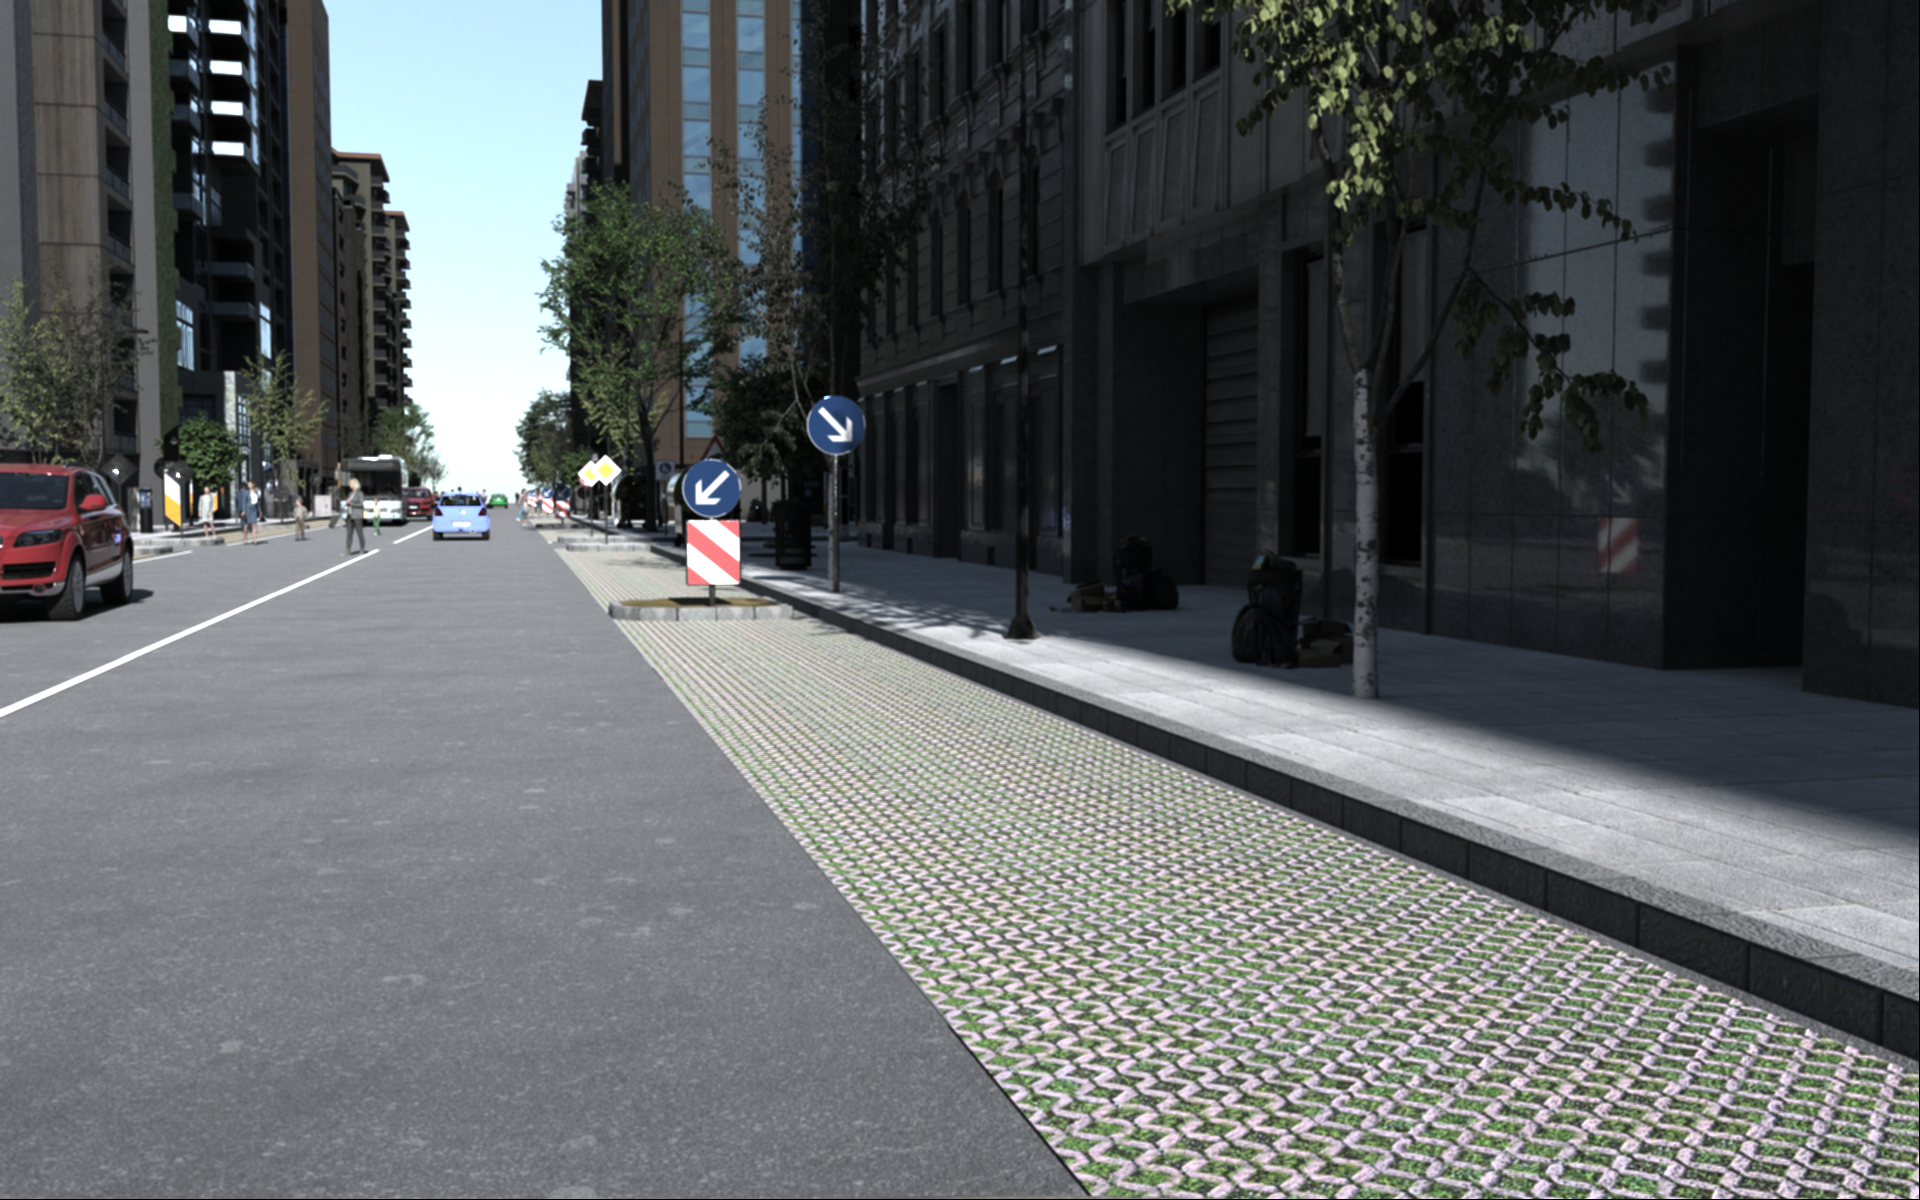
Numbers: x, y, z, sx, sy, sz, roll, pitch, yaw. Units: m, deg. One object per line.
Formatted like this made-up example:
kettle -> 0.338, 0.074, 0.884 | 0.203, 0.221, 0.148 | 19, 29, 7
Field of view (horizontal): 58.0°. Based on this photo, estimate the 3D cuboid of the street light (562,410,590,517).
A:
street light -> -20.942, -7.512, 95.365 | 1.470, 5.913, 1.316 | -1, 4, -15

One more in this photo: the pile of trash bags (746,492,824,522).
pile of trash bags -> -8.240, -4.302, 80.083 | 3.447, 1.369, 1.912 | 1, 4, 22

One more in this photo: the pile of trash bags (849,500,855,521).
pile of trash bags -> -5.803, -4.468, 82.803 | 1.912, 1.369, 3.447 | -3, 5, -40

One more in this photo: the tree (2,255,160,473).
tree -> -26.524, -6.242, 52.427 | 4.360, 8.622, 3.978 | 0, 3, 0

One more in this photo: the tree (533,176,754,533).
tree -> -10.526, -8.079, 57.851 | 9.928, 11.665, 9.643 | 0, 3, 0

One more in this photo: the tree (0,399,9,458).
tree -> -21.572, -3.180, 35.709 | 4.285, 4.588, 4.351 | 0, 3, 0

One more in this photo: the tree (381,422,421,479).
tree -> -57.708, -13.907, 177.745 | 4.737, 8.622, 4.395 | 0, 3, 0

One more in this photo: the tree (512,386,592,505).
tree -> -48.317, -18.308, 205.985 | 9.857, 13.997, 8.962 | 0, 3, 0

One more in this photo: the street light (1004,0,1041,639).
street light -> 0.029, -2.605, 15.133 | 1.470, 5.913, 1.316 | -1, 4, -15

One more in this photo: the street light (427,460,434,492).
street light -> -71.855, -15.998, 234.101 | 1.470, 5.913, 1.316 | -1, 4, -15

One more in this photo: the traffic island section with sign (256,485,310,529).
traffic island section with sign -> -27.918, -3.835, 71.338 | 1.989, 1.847, 2.006 | -1, 4, -15

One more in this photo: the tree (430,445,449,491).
tree -> -74.909, -17.840, 242.043 | 4.360, 8.622, 3.978 | 0, 3, 0

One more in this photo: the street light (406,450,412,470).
street light -> -58.346, -12.817, 182.094 | 1.470, 5.913, 1.316 | -1, 4, -15

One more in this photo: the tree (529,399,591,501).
tree -> -30.266, -11.182, 133.183 | 4.360, 8.622, 3.978 | 0, 3, 0

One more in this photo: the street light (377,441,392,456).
street light -> -50.557, -10.987, 152.182 | 1.470, 5.913, 1.316 | -1, 4, -15

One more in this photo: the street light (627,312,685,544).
street light -> -7.708, -4.404, 44.542 | 1.470, 5.913, 1.316 | -1, 4, -15

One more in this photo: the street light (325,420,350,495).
street light -> -39.105, -8.317, 108.518 | 1.470, 5.913, 1.316 | -1, 4, -15

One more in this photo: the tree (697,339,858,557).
tree -> -3.751, -3.183, 35.762 | 4.285, 4.588, 4.351 | 0, 3, 0

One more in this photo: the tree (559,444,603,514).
tree -> -24.615, -7.930, 113.364 | 4.285, 4.588, 4.351 | 0, 3, 0

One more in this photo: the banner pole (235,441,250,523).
banner pole -> -31.411, -5.238, 75.650 | 0.863, 3.779, 0.401 | 0, 4, 4

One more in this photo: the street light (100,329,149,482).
street light -> -23.492, -4.659, 48.713 | 1.470, 5.913, 1.316 | -1, 4, -15

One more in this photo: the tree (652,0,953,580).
tree -> -2.099, -4.614, 25.803 | 4.360, 8.622, 3.978 | 0, 3, 0

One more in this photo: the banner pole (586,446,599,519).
banner pole -> -19.177, -6.148, 90.542 | 0.863, 3.779, 0.401 | 2, 4, 30

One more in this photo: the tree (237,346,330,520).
tree -> -34.096, -8.345, 86.809 | 4.737, 8.622, 4.395 | 0, 3, 0

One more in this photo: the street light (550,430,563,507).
street light -> -28.697, -9.325, 125.004 | 1.470, 5.913, 1.316 | -1, 4, -15

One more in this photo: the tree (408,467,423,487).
tree -> -65.835, -13.653, 206.941 | 4.285, 4.588, 4.351 | 0, 3, 0

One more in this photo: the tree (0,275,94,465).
tree -> -30.974, -6.593, 58.164 | 4.737, 8.622, 4.395 | 0, 3, 0

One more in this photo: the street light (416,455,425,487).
street light -> -63.993, -14.158, 204.019 | 1.470, 5.913, 1.316 | -1, 4, -15

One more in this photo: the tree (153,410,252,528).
tree -> -28.761, -5.037, 66.063 | 4.285, 4.588, 4.351 | 0, 3, 0

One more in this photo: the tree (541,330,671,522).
tree -> -15.515, -7.825, 78.296 | 4.737, 8.622, 4.395 | 0, 3, 0

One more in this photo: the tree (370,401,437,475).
tree -> -61.641, -16.269, 191.747 | 9.928, 11.665, 9.643 | 0, 3, 0

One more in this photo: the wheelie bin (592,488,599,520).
wheelie bin -> -18.174, -4.855, 87.285 | 0.693, 1.594, 0.980 | -1, 4, -10

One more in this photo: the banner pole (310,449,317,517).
banner pole -> -36.185, -6.528, 96.748 | 0.401, 3.779, 0.863 | -1, 4, -12

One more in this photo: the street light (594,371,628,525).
street light -> -12.990, -5.654, 64.991 | 1.470, 5.913, 1.316 | -1, 4, -15

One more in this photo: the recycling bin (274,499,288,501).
recycling bin -> -38.512, -5.229, 98.049 | 0.722, 1.027, 0.722 | -3, 5, -41

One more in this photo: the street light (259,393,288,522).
street light -> -31.400, -6.525, 79.228 | 1.470, 5.913, 1.316 | -1, 4, -15

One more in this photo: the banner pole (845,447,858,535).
banner pole -> -3.278, -3.935, 54.354 | 0.863, 3.779, 0.401 | 2, 4, 29

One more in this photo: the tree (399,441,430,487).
tree -> -68.716, -16.245, 215.966 | 4.360, 8.622, 3.978 | 0, 3, 0

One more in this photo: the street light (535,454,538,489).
street light -> -47.904, -13.833, 198.717 | 1.470, 5.913, 1.316 | -1, 4, -15

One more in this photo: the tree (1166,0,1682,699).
tree -> 2.582, -3.674, 10.439 | 4.737, 8.622, 4.395 | 0, 3, 0

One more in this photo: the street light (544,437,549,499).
street light -> -32.690, -10.248, 140.087 | 1.470, 5.913, 1.316 | -1, 4, -15

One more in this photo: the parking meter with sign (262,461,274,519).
parking meter with sign -> -36.253, -5.784, 90.828 | 0.543, 3.016, 1.738 | -2, 4, -27

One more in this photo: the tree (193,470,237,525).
tree -> -31.597, -4.783, 72.804 | 1.663, 3.219, 1.824 | 0, 3, 0

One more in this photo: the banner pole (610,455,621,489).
banner pole -> -20.753, -7.017, 104.742 | 0.863, 3.779, 0.401 | -1, 4, -11

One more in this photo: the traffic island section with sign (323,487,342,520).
traffic island section with sign -> -34.741, -5.431, 97.418 | 1.989, 1.847, 2.006 | -1, 4, -15

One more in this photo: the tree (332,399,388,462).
tree -> -47.078, -11.317, 135.398 | 4.360, 8.622, 3.978 | 0, 3, 0

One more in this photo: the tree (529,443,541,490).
tree -> -46.333, -14.982, 195.320 | 4.737, 8.622, 4.395 | 0, 3, 0

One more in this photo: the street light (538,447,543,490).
street light -> -40.272, -12.041, 169.409 | 1.470, 5.913, 1.316 | -1, 4, -15
